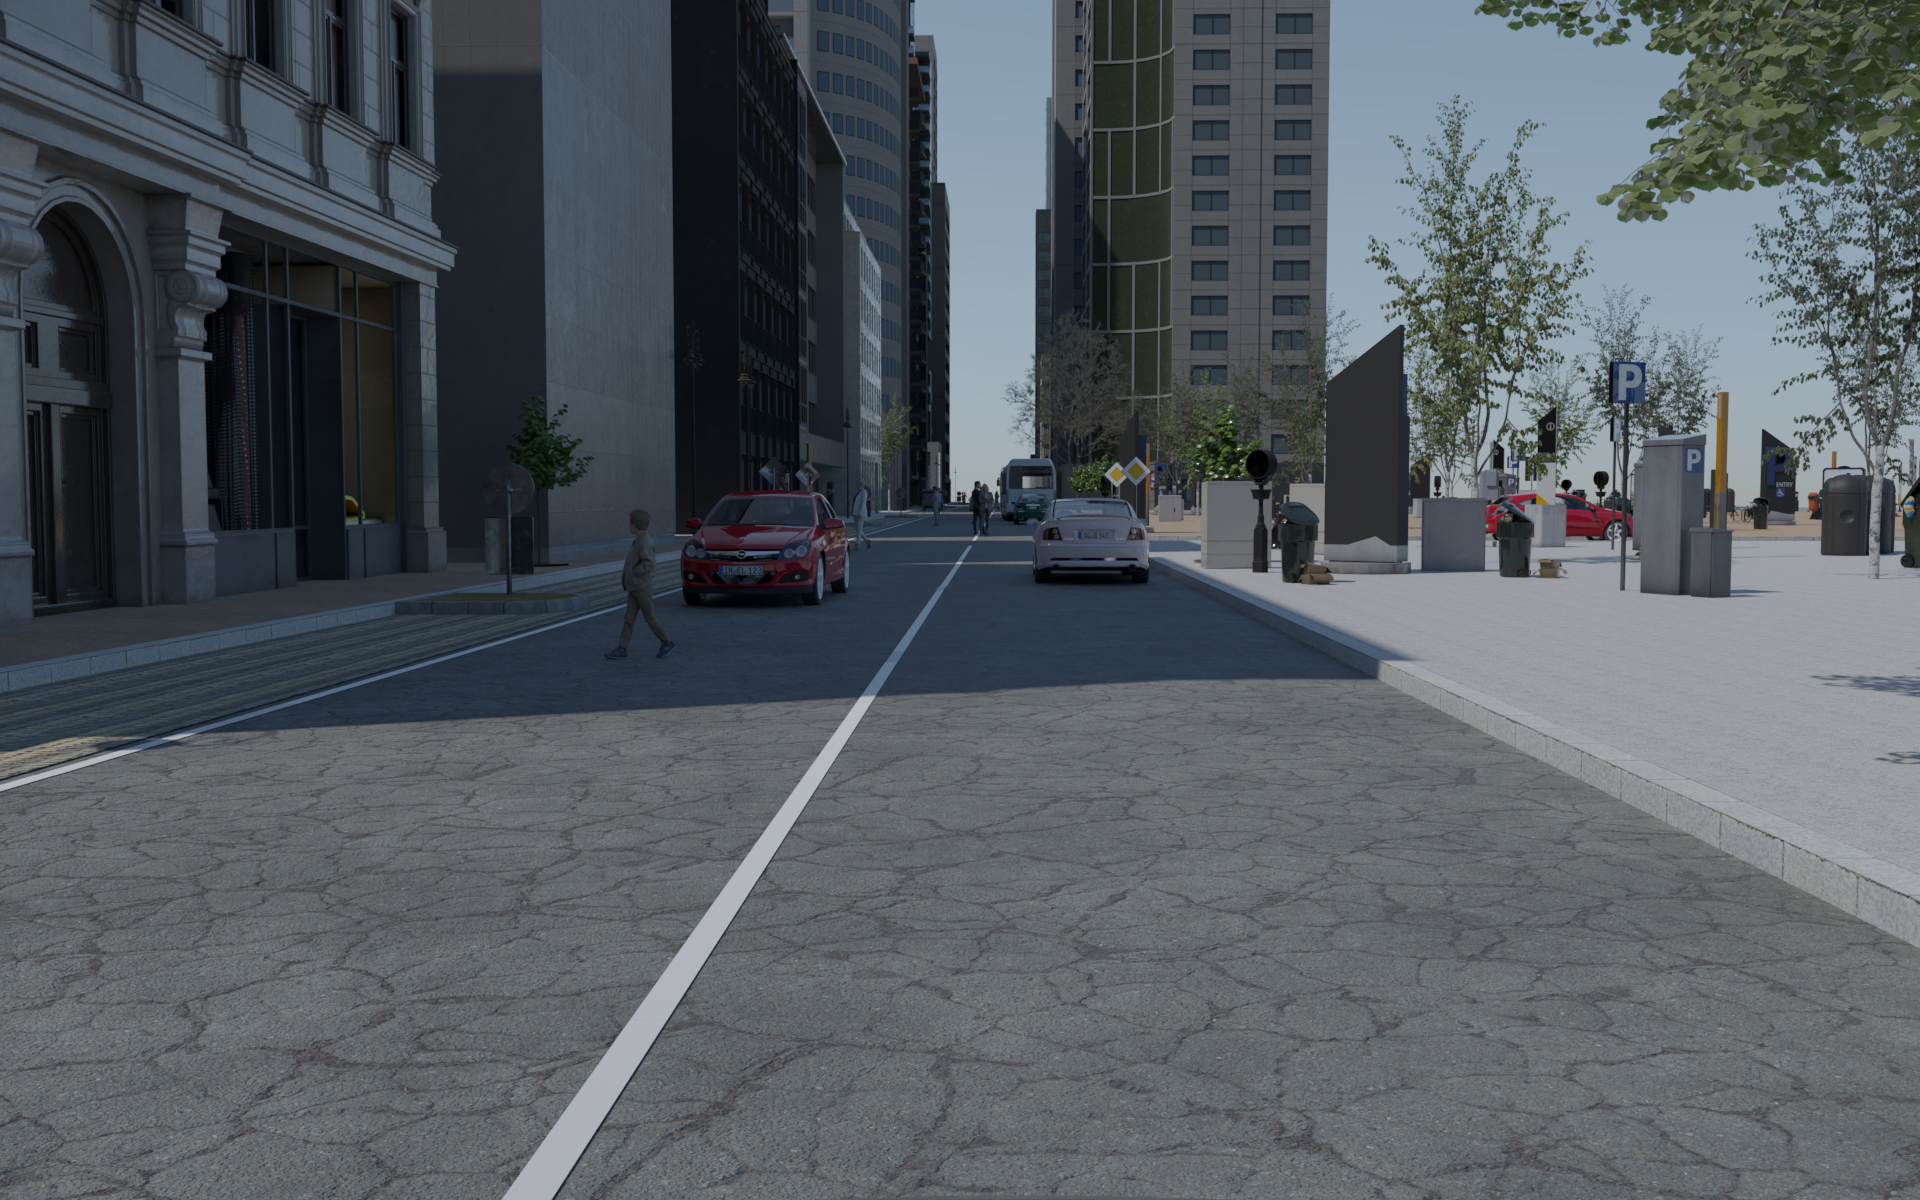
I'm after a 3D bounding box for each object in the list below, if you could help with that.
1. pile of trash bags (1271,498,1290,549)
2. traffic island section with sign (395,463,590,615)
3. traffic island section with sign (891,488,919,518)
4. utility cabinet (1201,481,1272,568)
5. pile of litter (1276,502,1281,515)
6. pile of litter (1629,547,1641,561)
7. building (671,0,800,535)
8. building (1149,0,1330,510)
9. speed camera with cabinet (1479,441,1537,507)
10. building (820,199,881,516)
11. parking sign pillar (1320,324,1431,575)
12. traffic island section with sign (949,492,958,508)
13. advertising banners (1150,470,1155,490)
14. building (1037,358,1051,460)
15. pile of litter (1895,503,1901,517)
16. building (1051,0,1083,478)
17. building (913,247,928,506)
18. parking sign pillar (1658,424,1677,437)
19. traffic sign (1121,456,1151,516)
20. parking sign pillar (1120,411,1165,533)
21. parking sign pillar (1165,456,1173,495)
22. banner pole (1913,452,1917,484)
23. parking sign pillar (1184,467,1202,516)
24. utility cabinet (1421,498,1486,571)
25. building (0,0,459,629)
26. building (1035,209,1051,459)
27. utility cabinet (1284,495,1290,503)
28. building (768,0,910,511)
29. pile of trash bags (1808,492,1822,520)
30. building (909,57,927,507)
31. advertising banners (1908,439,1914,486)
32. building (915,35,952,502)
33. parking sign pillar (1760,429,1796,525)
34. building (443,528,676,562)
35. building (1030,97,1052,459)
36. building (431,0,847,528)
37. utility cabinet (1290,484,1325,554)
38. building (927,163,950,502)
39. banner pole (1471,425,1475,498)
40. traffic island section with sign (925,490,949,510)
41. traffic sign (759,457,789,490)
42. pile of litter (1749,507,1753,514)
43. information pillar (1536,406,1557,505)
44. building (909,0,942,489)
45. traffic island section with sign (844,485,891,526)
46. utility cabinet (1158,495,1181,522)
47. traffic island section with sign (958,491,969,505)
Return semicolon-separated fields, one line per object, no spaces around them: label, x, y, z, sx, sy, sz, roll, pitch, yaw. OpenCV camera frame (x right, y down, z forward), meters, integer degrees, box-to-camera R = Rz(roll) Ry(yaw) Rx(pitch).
pile of trash bags;7.534;-1.843;39.888;3.447;1.369;1.912;0;4;3
traffic island section with sign;-5.680;-0.781;21.396;1.989;1.847;2.006;0;4;1
traffic island section with sign;-3.501;-5.858;104.404;1.989;1.847;2.006;0;4;1
utility cabinet;4.757;-1.293;29.824;1.173;1.500;0.318;-1;4;-12
pile of litter;16.734;-4.808;92.571;1.176;0.858;1.719;-1;4;-22
pile of litter;13.768;-1.218;33.885;1.719;0.858;1.176;-1;4;-21
building;-12.840;-14.197;61.805;12.332;23.373;15.834;0;4;1
building;18.718;-43.208;144.710;20.563;71.187;20.611;0;4;1
speed camera with cabinet;20.666;-4.338;65.269;2.038;3.252;0.660;0;4;6
building;-10.761;-15.554;109.063;10.420;20.320;16.860;0;4;1
parking sign pillar;6.614;-2.426;28.140;1.447;3.967;1.447;3;5;39
traffic island section with sign;-1.506;-10.526;180.735;1.989;1.847;2.006;0;4;1
advertising banners;14.954;-8.045;127.720;2.074;3.025;0.090;1;4;17
building;24.342;-23.481;228.958;27.650;21.520;28.899;0;4;1
pile of litter;51.926;-5.066;96.792;1.176;0.858;1.719;0;4;-1
building;19.438;-38.376;169.452;21.231;58.520;28.212;0;4;1
building;-10.908;-25.811;193.704;14.160;30.474;14.107;0;4;1
parking sign pillar;27.765;-4.866;68.025;1.447;3.967;1.447;0;4;0
traffic sign;4.695;-2.606;46.243;0.795;2.450;0.064;0;4;1
parking sign pillar;5.709;-4.202;57.179;1.447;3.967;1.447;-1;4;-16
parking sign pillar;12.424;-7.174;105.766;1.447;3.967;1.447;-2;4;-31
banner pole;55.596;-6.786;100.961;0.401;3.779;0.863;1;4;11
parking sign pillar;14.203;-7.073;104.118;1.447;3.967;1.447;0;4;-1
utility cabinet;8.228;-1.085;28.895;1.020;1.237;0.306;1;4;12
building;-13.573;-9.658;8.813;10.553;20.767;40.483;0;4;1
building;17.828;-34.642;249.986;14.154;41.232;14.086;0;4;1
utility cabinet;21.621;-6.225;112.942;1.020;1.237;0.306;-2;4;-26
building;-15.466;-36.759;143.015;21.231;58.520;28.212;0;4;1
pile of trash bags;43.500;-4.712;86.785;3.447;1.369;1.912;-3;4;-37
building;-14.719;-31.638;171.912;22.147;44.769;28.867;0;4;1
advertising banners;30.722;-3.631;55.560;2.074;3.025;0.090;-3;5;-44
building;-11.765;-51.227;275.807;20.563;71.187;20.611;0;4;1
parking sign pillar;33.695;-5.067;71.320;1.447;3.967;1.447;0;4;-2
building;-22.410;-13.457;39.090;30.058;24.678;14.314;0;4;1
building;22.391;-58.636;271.368;22.319;86.520;31.000;0;4;1
building;-13.989;-16.290;85.416;14.314;24.678;30.058;0;4;1
utility cabinet;7.551;-1.723;36.849;0.318;1.500;1.173;-3;4;-36
building;-12.470;-38.639;255.443;21.300;48.544;21.600;0;4;1
banner pole;18.623;-4.459;62.922;0.401;3.779;0.863;1;4;17
traffic island section with sign;-2.214;-8.878;153.789;1.989;1.847;2.006;0;4;1
traffic sign;-4.995;-2.622;46.516;0.795;2.450;0.064;0;4;1
pile of litter;48.580;-5.583;105.239;1.719;0.858;1.176;-1;4;-17
information pillar;15.569;-3.339;45.943;0.504;3.616;0.183;2;4;27
building;-13.417;-55.957;227.567;22.319;86.520;31.000;0;4;1
traffic island section with sign;-4.222;-4.182;76.997;1.989;1.847;2.006;0;4;1
utility cabinet;9.644;-4.185;79.589;1.020;1.237;0.306;0;4;-3
traffic island section with sign;-0.050;-13.952;236.748;1.989;1.847;2.006;0;4;1
